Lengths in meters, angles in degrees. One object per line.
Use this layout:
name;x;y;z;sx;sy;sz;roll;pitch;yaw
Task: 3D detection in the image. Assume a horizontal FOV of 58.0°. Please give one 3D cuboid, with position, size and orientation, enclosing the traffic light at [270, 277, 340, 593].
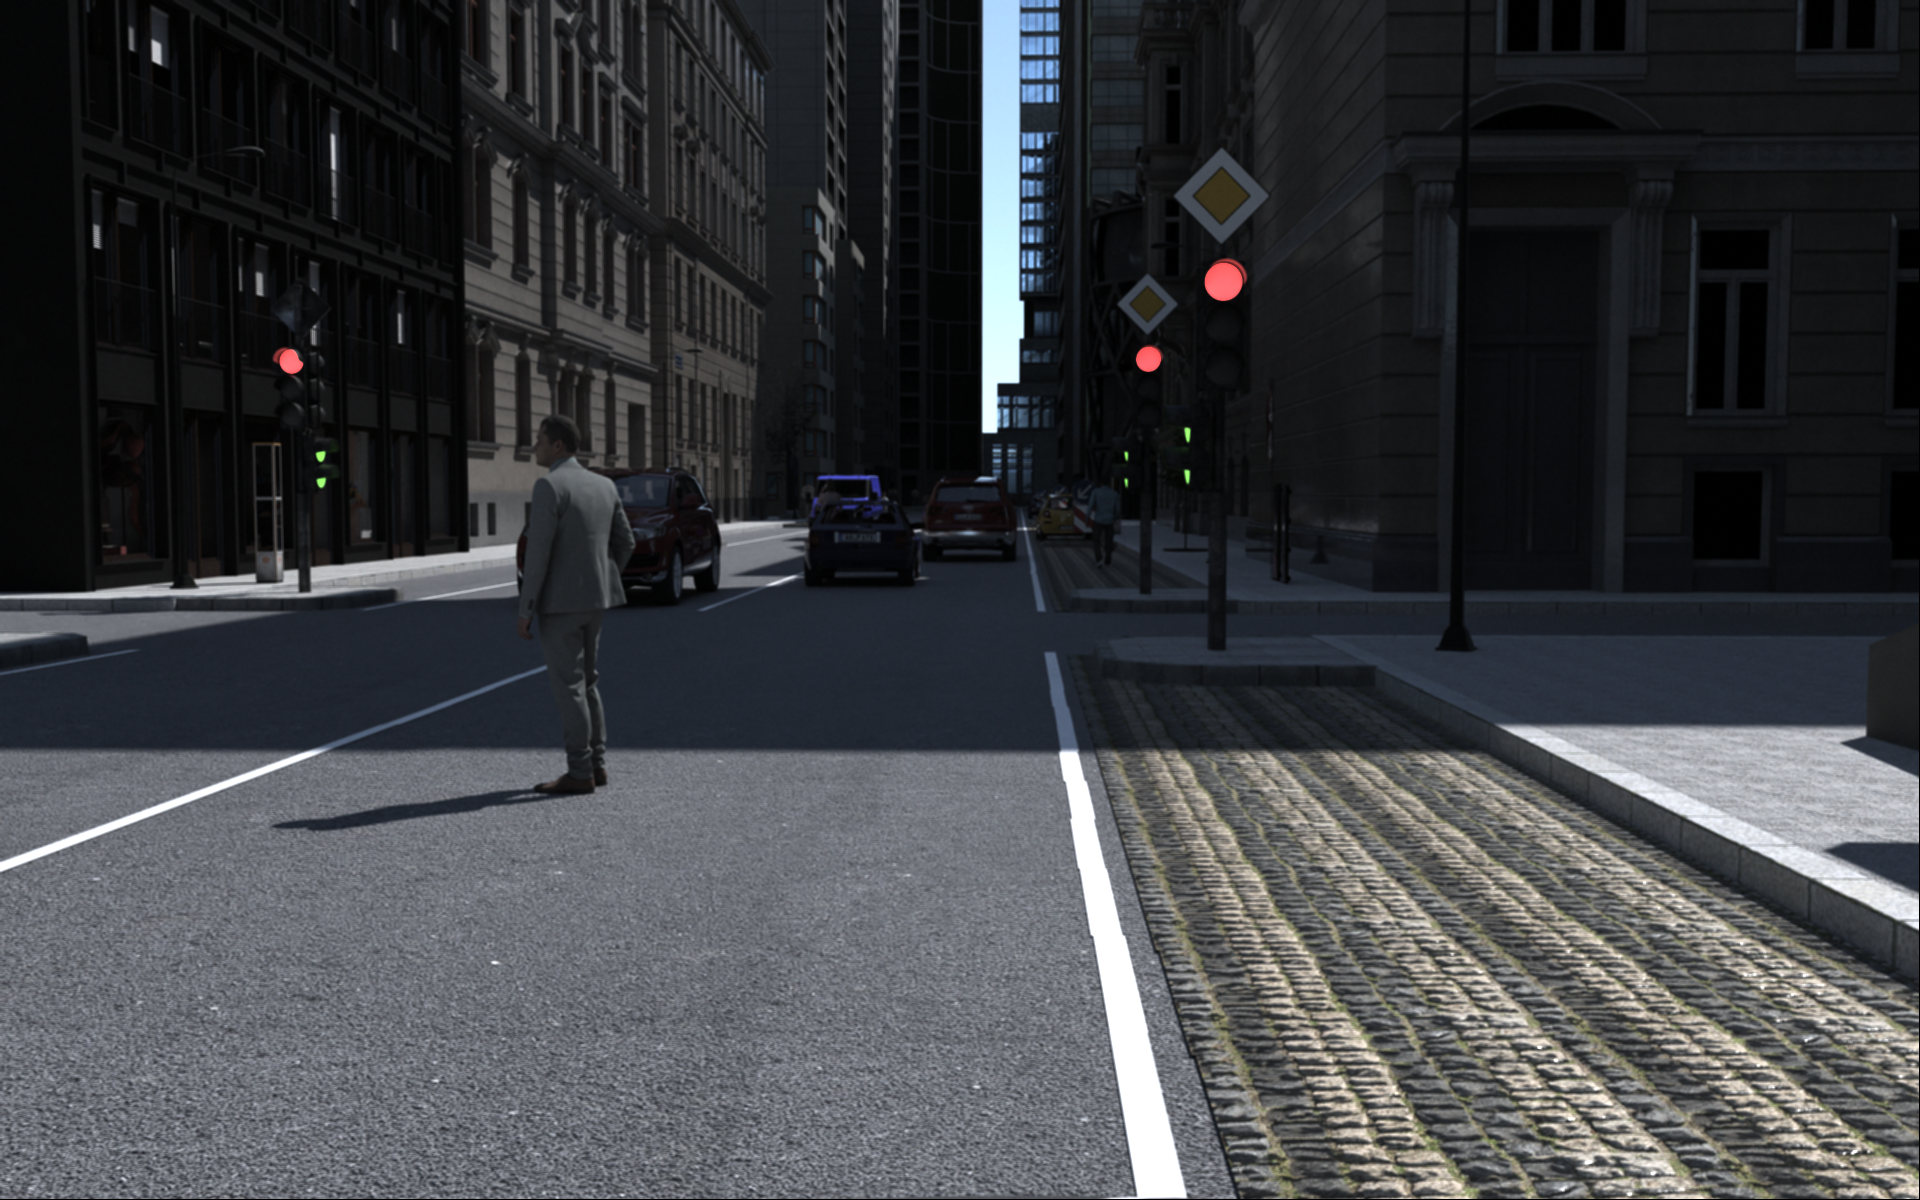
traffic light;-8.539;-2.054;22.501;0.839;4.253;0.868;0;4;2

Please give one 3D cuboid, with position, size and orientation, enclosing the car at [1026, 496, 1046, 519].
car;4.808;-5.390;100.706;1.945;1.354;3.894;0;4;1

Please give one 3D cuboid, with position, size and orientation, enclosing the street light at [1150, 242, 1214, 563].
street light;4.200;-3.638;32.027;1.470;5.913;1.316;0;4;2

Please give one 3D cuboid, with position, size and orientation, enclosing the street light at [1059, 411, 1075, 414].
street light;6.233;-7.625;97.213;1.470;5.913;1.316;0;4;2

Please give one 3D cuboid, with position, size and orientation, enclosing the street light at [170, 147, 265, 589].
street light;-10.008;-3.108;23.355;1.470;5.913;1.316;0;4;2

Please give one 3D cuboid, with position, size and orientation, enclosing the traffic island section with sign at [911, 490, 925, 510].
traffic island section with sign;-3.912;-8.781;152.192;1.989;1.847;2.006;0;4;2

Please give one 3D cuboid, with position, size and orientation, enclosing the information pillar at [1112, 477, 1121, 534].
information pillar;5.003;-3.117;55.459;0.304;2.012;0.304;0;4;3

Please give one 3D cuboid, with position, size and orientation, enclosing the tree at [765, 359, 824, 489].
tree;-9.404;-8.697;92.562;4.360;8.622;3.978;0;3;0

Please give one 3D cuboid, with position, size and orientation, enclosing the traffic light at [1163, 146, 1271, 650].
traffic light;2.099;-1.544;14.173;0.839;4.253;0.868;0;4;2

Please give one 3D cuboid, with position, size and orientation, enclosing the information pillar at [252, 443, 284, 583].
information pillar;-9.983;-1.254;24.997;0.304;2.012;0.304;0;4;-3

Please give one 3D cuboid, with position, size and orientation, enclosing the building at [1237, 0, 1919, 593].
building;15.313;-14.784;27.631;20.117;28.700;13.634;0;4;2

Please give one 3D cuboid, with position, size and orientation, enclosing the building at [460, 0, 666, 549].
building;-17.398;-16.048;49.779;14.401;28.519;23.554;0;4;2

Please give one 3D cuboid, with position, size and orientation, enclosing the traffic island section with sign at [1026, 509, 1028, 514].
traffic island section with sign;5.823;-7.054;123.964;1.989;1.847;2.006;0;4;2

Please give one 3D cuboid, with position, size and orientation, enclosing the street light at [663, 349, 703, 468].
street light;-8.900;-5.070;55.443;1.470;5.913;1.316;0;4;2

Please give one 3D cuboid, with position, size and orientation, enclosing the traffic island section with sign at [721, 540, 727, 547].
traffic island section with sign;-7.429;-2.360;47.216;1.989;1.847;2.006;0;4;2

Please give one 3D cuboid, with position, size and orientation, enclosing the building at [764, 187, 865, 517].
building;-21.299;-16.372;112.730;27.650;21.520;28.899;0;4;2

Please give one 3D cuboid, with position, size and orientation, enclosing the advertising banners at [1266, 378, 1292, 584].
advertising banners;4.694;-1.798;25.581;0.090;3.025;2.074;0;4;2

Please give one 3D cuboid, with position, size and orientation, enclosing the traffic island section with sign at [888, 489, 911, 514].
traffic island section with sign;-4.815;-7.126;125.142;1.989;1.847;2.006;0;4;2

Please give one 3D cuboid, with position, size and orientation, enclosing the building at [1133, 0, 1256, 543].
building;13.004;-14.526;56.591;14.460;24.649;34.723;0;4;2

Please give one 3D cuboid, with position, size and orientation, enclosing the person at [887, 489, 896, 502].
person;-4.273;-5.986;106.824;0.568;1.767;0.683;3;4;38

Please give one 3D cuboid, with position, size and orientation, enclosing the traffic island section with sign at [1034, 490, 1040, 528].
traffic island section with sign;4.139;-3.993;73.912;1.989;1.847;2.006;0;4;2

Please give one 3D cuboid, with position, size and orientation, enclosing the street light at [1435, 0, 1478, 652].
street light;3.549;-2.543;14.112;1.470;5.913;1.316;0;4;2

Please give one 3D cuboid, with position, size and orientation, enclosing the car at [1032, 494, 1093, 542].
car;3.230;-2.628;53.197;2.015;1.641;3.980;0;4;0

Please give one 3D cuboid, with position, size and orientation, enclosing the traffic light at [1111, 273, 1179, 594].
traffic light;2.366;-2.033;22.154;0.839;4.253;0.868;0;4;2

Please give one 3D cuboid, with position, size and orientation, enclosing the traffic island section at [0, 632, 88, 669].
traffic island section;-8.846;0.466;14.657;2.009;0.180;2.903;0;4;2

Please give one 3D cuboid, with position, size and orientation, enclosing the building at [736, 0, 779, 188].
building;-16.498;-44.220;161.241;20.611;71.187;20.563;0;4;2

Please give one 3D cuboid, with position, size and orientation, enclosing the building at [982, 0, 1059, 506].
building;18.216;-53.673;190.232;31.000;86.520;22.319;0;4;2

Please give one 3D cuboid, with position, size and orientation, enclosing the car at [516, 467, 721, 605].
car;-4.610;-0.937;23.986;2.281;1.827;5.304;0;4;1

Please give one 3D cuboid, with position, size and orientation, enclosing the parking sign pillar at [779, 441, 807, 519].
parking sign pillar;-8.613;-6.153;89.080;1.447;3.967;1.447;0;4;5

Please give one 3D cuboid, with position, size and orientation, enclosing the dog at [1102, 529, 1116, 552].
dog;3.608;-1.605;43.083;0.513;0.831;0.800;2;4;33

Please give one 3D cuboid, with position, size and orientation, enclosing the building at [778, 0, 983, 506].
building;-7.943;-46.021;190.692;20.611;71.187;20.563;0;4;2

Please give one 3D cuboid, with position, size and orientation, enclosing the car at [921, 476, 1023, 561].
car;0.251;-1.827;38.550;2.281;1.827;5.304;0;4;2

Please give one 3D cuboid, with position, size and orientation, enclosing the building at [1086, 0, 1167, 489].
building;14.790;-25.875;106.649;14.154;41.232;14.086;0;4;2

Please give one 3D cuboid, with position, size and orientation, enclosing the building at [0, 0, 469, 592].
building;-17.280;-12.250;29.971;12.332;23.373;15.834;0;4;2

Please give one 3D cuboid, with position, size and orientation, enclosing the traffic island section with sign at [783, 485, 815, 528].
traffic island section with sign;-6.516;-4.030;74.510;1.989;1.847;2.006;0;4;2

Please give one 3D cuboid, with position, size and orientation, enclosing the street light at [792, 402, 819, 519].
street light;-7.829;-7.033;87.533;1.470;5.913;1.316;0;4;2

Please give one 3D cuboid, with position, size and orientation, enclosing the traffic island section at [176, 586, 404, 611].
traffic island section;-8.579;-0.022;22.637;2.009;0.180;2.903;0;4;2

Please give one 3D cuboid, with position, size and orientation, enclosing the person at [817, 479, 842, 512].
person;-2.617;-1.642;35.944;0.593;1.750;0.643;-2;4;-28

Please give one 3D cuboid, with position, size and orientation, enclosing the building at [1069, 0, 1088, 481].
building;15.109;-28.811;121.170;14.600;45.320;14.200;0;4;2

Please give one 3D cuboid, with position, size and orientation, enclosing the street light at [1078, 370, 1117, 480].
street light;5.272;-5.642;64.792;1.470;5.913;1.316;0;4;2

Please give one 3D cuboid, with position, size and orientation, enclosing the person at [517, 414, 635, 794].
person;-1.863;0.016;8.338;0.391;1.810;0.635;1;4;19

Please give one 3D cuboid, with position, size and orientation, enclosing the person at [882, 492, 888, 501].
person;-3.541;-4.172;79.316;0.503;1.515;0.523;-2;4;-34

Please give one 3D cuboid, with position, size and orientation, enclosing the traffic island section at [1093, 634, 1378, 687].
traffic island section;2.139;0.489;14.286;2.009;0.180;2.903;0;4;2

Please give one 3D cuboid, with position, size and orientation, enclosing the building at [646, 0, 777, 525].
building;-15.696;-16.937;74.180;12.463;27.353;25.104;0;4;2

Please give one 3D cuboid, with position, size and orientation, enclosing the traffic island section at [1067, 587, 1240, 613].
traffic island section;2.406;0.001;22.266;2.009;0.180;2.903;0;4;2

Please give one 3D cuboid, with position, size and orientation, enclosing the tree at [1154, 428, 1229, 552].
tree;5.209;-2.710;38.910;1.663;3.219;1.824;0;3;0

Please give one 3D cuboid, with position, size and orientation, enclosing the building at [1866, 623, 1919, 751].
building;20.668;-18.875;0.492;32.217;40.220;23.993;0;4;2

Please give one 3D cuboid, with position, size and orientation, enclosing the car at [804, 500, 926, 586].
car;-1.550;-0.964;28.336;1.945;1.354;3.894;0;4;1

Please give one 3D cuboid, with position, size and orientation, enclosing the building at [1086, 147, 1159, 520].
building;14.847;-13.526;88.597;16.820;18.784;16.811;0;4;2

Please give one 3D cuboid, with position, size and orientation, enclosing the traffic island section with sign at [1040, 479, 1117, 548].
traffic island section with sign;3.245;-2.345;46.972;1.989;1.847;2.006;0;4;2

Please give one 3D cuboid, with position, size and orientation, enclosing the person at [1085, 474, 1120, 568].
person;2.758;-1.519;33.349;0.660;1.820;0.620;-1;4;-10

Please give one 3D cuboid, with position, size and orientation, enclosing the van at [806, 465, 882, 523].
van;-3.603;-3.115;55.313;2.240;2.365;5.245;0;4;2
